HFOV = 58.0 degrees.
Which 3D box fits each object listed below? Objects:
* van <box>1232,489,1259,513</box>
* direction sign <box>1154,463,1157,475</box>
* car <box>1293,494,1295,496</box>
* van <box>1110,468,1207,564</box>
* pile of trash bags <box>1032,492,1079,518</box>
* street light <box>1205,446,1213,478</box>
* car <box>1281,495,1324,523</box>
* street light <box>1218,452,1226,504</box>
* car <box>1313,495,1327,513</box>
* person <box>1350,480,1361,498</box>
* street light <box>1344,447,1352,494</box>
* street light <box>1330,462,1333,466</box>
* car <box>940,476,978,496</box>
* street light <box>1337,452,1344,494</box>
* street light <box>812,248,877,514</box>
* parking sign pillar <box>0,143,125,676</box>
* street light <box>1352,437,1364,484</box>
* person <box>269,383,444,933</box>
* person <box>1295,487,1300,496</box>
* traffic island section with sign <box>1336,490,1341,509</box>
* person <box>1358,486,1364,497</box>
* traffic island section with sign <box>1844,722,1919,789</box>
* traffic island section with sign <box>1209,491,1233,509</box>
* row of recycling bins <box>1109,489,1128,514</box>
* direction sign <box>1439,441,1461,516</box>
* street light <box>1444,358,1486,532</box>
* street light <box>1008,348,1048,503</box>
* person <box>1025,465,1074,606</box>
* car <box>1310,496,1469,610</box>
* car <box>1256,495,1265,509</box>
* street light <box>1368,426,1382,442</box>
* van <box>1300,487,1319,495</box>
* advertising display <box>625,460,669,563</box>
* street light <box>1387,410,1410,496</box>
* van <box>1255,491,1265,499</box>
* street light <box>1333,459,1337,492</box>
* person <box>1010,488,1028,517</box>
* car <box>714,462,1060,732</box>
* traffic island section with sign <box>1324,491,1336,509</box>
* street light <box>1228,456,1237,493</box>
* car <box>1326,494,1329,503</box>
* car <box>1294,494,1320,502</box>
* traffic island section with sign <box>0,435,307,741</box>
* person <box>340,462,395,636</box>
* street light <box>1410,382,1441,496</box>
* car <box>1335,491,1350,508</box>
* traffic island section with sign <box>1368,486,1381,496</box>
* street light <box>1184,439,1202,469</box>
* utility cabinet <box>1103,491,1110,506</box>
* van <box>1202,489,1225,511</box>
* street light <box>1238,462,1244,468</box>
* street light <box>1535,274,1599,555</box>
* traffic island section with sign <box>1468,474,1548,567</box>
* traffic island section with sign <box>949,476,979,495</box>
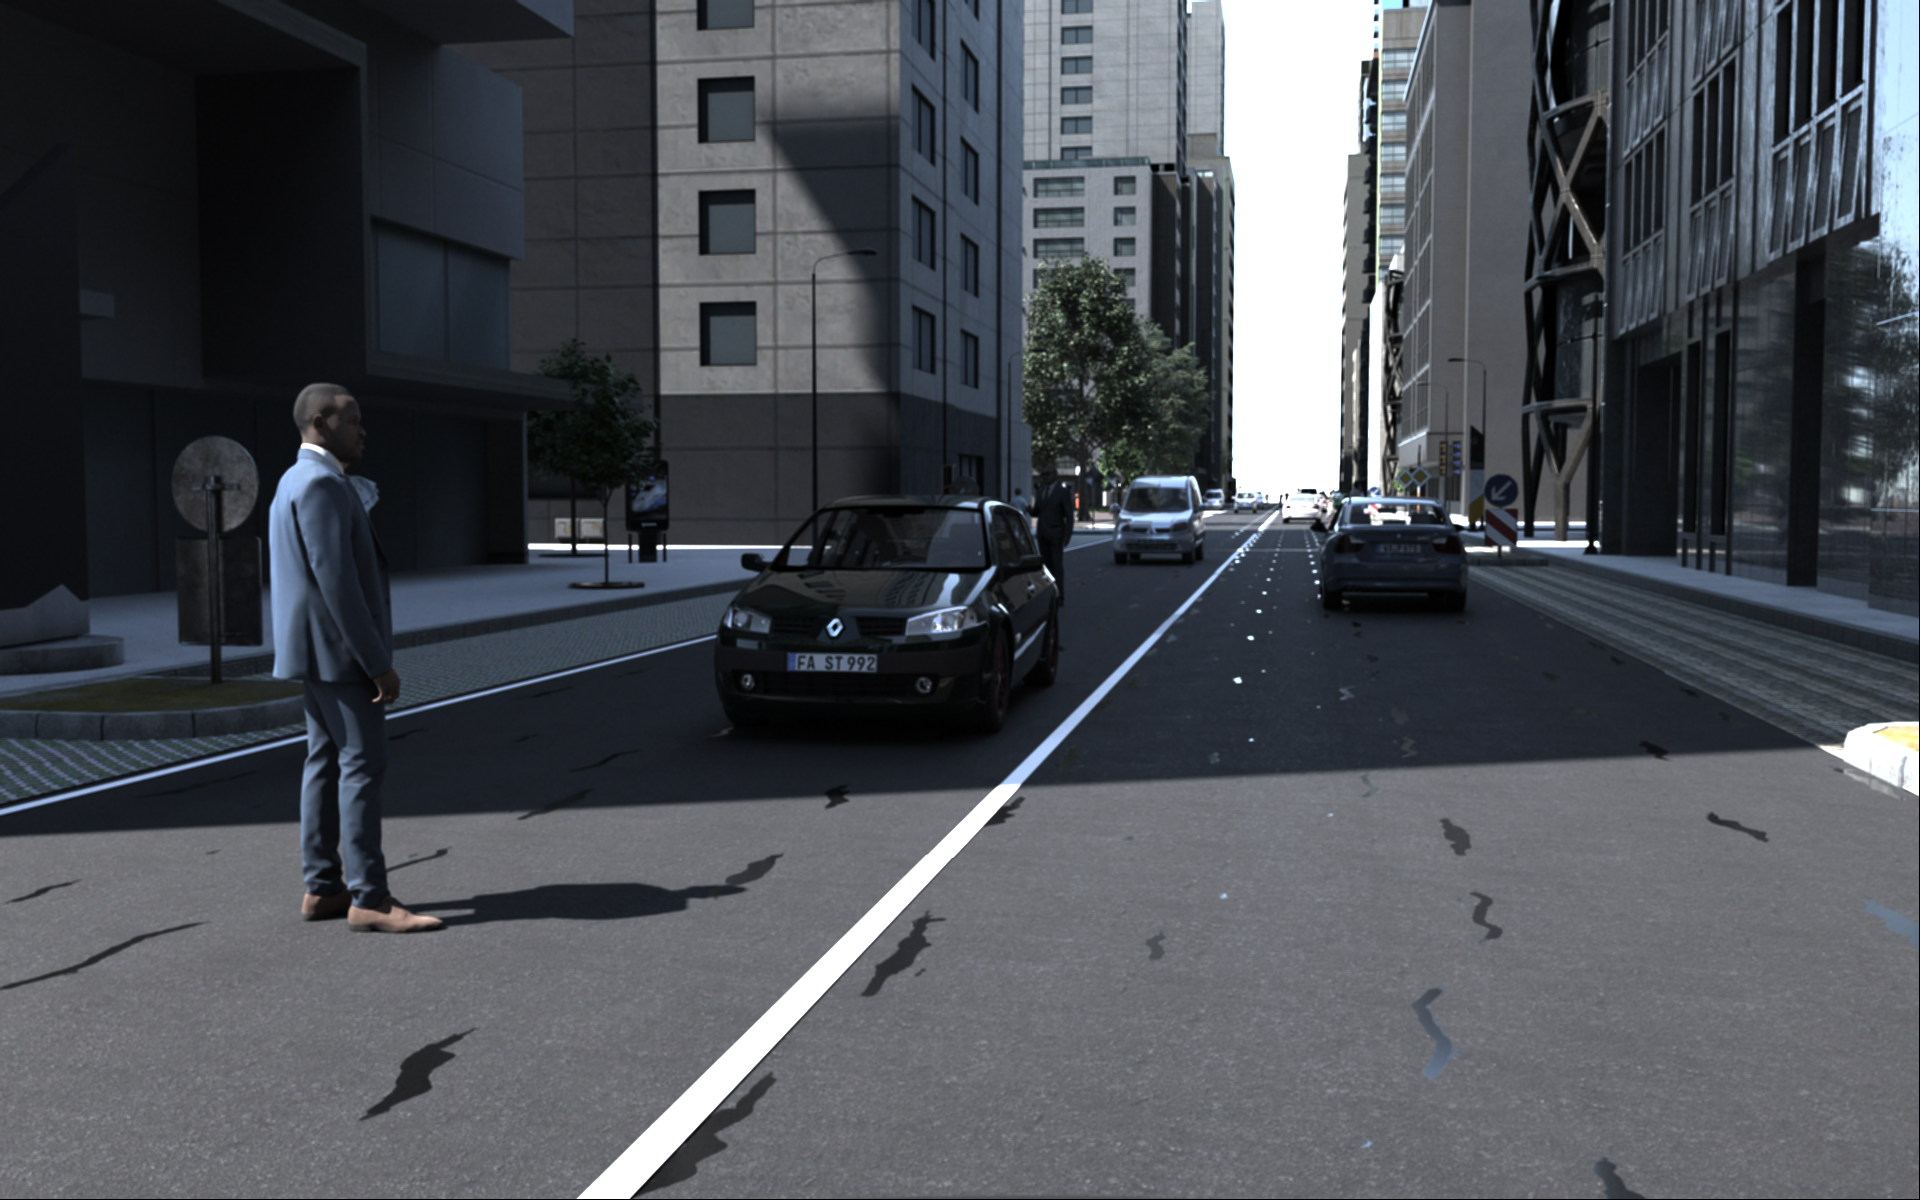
[{"bbox_3d":[21.770,-7.645,132.003,2.013,2.044,4.112,1,4,11],"label":"van"},{"bbox_3d":[13.067,-7.580,115.928,0.379,3.537,0.876,1,4,16],"label":"direction sign"},{"bbox_3d":[36.122,-10.723,184.113,1.959,1.807,4.718,1,4,10],"label":"car"},{"bbox_3d":[4.275,-1.826,36.859,2.013,2.044,4.112,1,4,12],"label":"van"},{"bbox_3d":[5.492,-5.141,93.800,1.912,1.369,3.447,-3,5,-45],"label":"pile of trash bags"},{"bbox_3d":[23.905,-11.968,168.209,1.470,5.913,1.316,1,4,11],"label":"street light"},{"bbox_3d":[16.947,-4.487,85.725,2.083,1.381,4.827,1,4,12],"label":"car"},{"bbox_3d":[28.239,-13.342,190.680,1.470,5.913,1.316,1,4,11],"label":"street light"},{"bbox_3d":[27.327,-7.414,133.582,2.083,1.381,4.827,1,4,9],"label":"car"},{"bbox_3d":[11.719,-2.657,51.783,0.795,1.843,0.661,1,4,14],"label":"person"},{"bbox_3d":[38.758,-12.077,170.004,1.470,5.913,1.316,1,4,11],"label":"street light"},{"bbox_3d":[49.961,-15.693,229.113,1.470,5.913,1.316,1,4,11],"label":"street light"},{"bbox_3d":[-0.356,-0.573,19.162,2.009,1.686,4.222,1,4,13],"label":"car"},{"bbox_3d":[43.004,-13.453,192.492,1.470,5.913,1.316,1,4,11],"label":"street light"},{"bbox_3d":[-2.254,-3.698,33.007,1.470,5.913,1.316,1,4,11],"label":"street light"},{"bbox_3d":[-7.019,-1.487,12.779,1.447,3.967,1.447,0,4,2],"label":"parking sign pillar"},{"bbox_3d":[34.395,-10.703,147.538,1.470,5.913,1.316,1,4,11],"label":"street light"},{"bbox_3d":[-2.082,0.177,5.791,0.419,1.800,0.721,-3,5,-40],"label":"person"},{"bbox_3d":[18.916,-5.387,96.679,0.767,1.812,0.694,0,4,-2],"label":"person"},{"bbox_3d":[26.479,-6.592,116.401,1.989,1.847,2.006,1,4,11],"label":"traffic island section with sign"},{"bbox_3d":[15.723,-3.635,68.197,0.793,1.790,0.793,0,4,7],"label":"person"},{"bbox_3d":[5.647,-0.001,8.652,1.989,1.847,2.006,1,4,11],"label":"traffic island section with sign"},{"bbox_3d":[24.925,-9.635,166.165,1.989,1.847,2.006,1,4,11],"label":"traffic island section with sign"},{"bbox_3d":[11.343,-6.430,112.238,3.534,1.692,1.069,2,4,26],"label":"row of recycling bins"},{"bbox_3d":[20.991,-5.030,74.242,0.876,3.537,0.379,0,4,7],"label":"direction sign"},{"bbox_3d":[17.315,-5.296,59.132,1.470,5.913,1.316,1,4,11],"label":"street light"},{"bbox_3d":[2.112,-5.072,55.472,1.470,5.913,1.316,1,4,11],"label":"street light"},{"bbox_3d":[1.129,-0.830,22.240,0.661,1.801,0.590,3,4,39],"label":"person"},{"bbox_3d":[5.634,-0.659,22.784,2.014,1.417,4.499,1,4,11],"label":"car"},{"bbox_3d":[28.373,-9.453,166.924,2.083,1.381,4.827,1,4,10],"label":"car"},{"bbox_3d":[28.667,-8.905,118.132,1.470,5.913,1.316,1,4,11],"label":"street light"},{"bbox_3d":[35.611,-10.558,177.007,2.240,2.365,5.245,1,4,10],"label":"van"},{"bbox_3d":[-5.856,-1.665,32.434,0.123,1.923,0.974,3,4,38],"label":"advertising display"},{"bbox_3d":[24.327,-7.529,95.642,1.470,5.913,1.316,1,4,11],"label":"street light"},{"bbox_3d":[35.811,-12.358,209.062,2.013,2.044,4.112,1,4,12],"label":"van"},{"bbox_3d":[47.629,-14.887,215.941,1.470,5.913,1.316,1,4,11],"label":"street light"},{"bbox_3d":[1.612,-2.321,48.255,0.589,1.601,0.330,1,4,10],"label":"person"},{"bbox_3d":[-0.360,-0.122,11.787,2.009,1.686,4.222,1,4,10],"label":"car"},{"bbox_3d":[41.128,-11.225,192.159,1.989,1.847,2.006,1,4,11],"label":"traffic island section with sign"},{"bbox_3d":[35.197,-15.524,226.354,1.470,5.913,1.316,1,4,11],"label":"street light"},{"bbox_3d":[53.500,-14.993,254.914,2.009,1.686,4.222,1,4,11],"label":"car"},{"bbox_3d":[22.965,-6.360,115.787,2.131,1.459,4.920,1,4,11],"label":"car"},{"bbox_3d":[-5.071,-0.143,10.966,1.989,1.847,2.006,1,4,11],"label":"traffic island section with sign"},{"bbox_3d":[-3.408,-0.048,9.385,0.616,1.811,0.778,-3,4,-38],"label":"person"},{"bbox_3d":[19.636,-6.081,71.965,1.470,5.913,1.316,1,4,11],"label":"street light"},{"bbox_3d":[34.223,-8.976,155.550,1.959,1.807,4.718,1,4,11],"label":"car"},{"bbox_3d":[21.376,-4.973,89.931,1.989,1.847,2.006,1,4,11],"label":"traffic island section with sign"},{"bbox_3d":[19.384,-10.554,145.095,1.470,5.913,1.316,1,4,11],"label":"street light"},{"bbox_3d":[11.958,-8.002,139.507,0.318,1.500,1.173,3,4,39],"label":"utility cabinet"},{"bbox_3d":[21.791,-8.670,148.765,2.013,2.044,4.112,1,4,10],"label":"van"},{"bbox_3d":[43.922,-18.289,271.557,1.470,5.913,1.316,1,4,11],"label":"street light"},{"bbox_3d":[12.863,-3.923,36.683,1.470,5.913,1.316,1,4,11],"label":"street light"},{"bbox_3d":[10.765,-1.620,35.119,1.989,1.847,2.006,1,4,11],"label":"traffic island section with sign"},{"bbox_3d":[0.046,-1.762,37.433,1.989,1.847,2.006,1,4,11],"label":"traffic island section with sign"}]
